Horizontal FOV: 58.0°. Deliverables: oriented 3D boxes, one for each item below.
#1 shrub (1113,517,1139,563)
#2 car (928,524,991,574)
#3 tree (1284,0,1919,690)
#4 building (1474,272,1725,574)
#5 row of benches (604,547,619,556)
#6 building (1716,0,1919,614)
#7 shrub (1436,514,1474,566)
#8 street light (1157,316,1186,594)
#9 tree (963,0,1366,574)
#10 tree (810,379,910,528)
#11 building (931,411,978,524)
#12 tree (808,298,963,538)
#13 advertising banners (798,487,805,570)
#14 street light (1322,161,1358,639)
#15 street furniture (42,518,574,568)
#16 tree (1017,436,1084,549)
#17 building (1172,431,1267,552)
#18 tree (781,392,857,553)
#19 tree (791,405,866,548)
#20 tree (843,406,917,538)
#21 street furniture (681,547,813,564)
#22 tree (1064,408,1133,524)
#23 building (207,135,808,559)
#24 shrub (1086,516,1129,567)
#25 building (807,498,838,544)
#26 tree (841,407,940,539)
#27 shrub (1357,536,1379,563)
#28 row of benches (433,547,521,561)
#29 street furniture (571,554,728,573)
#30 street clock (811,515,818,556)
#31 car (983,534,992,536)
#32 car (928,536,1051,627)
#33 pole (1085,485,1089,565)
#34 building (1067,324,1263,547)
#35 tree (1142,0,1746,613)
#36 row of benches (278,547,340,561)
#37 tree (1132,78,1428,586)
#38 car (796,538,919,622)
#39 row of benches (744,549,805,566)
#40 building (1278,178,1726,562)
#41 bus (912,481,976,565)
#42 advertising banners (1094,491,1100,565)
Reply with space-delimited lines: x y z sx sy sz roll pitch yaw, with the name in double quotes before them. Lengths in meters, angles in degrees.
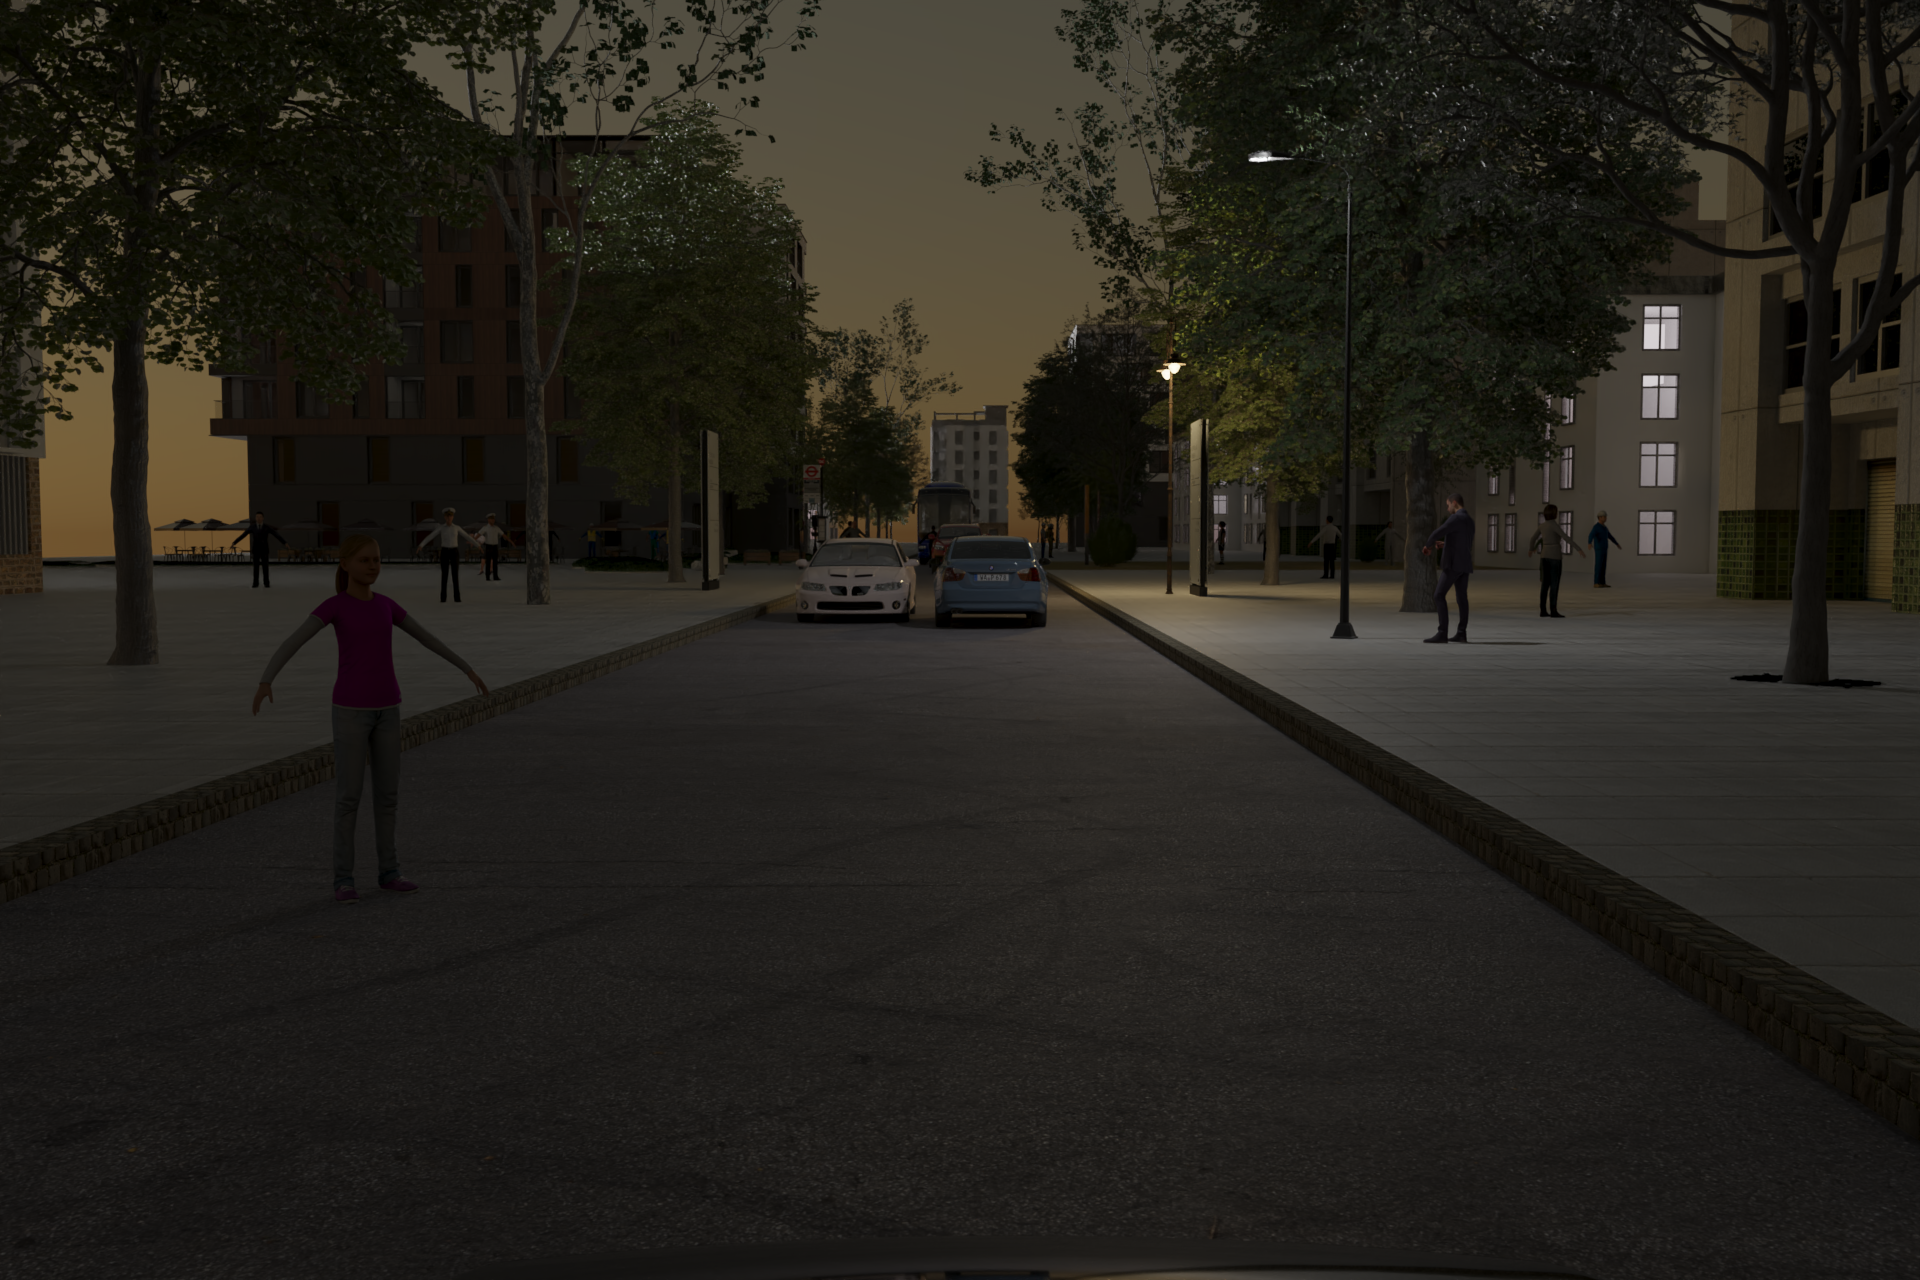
"shrub" 7.142 -4.436 76.940 1.690 2.028 1.600 0 3 0
"car" 0.002 -3.328 63.082 2.281 1.827 5.304 0 4 0
"tree" 7.419 -6.371 14.529 12.009 13.543 11.850 0 3 0
"building" 25.207 -6.995 56.512 9.099 9.664 28.070 0 4 1
"row of benches" -16.441 -4.062 81.872 1.422 0.672 4.104 -1 4 -13
"building" 23.589 -9.322 18.874 16.747 18.905 31.486 0 4 1
"shrub" 18.176 -3.681 64.218 1.661 2.075 1.752 0 3 0
"street light" 4.478 -3.919 36.870 0.468 5.910 1.993 0 4 1
"tree" 6.981 -12.250 56.175 12.611 20.169 13.585 0 3 0
"tree" -7.537 -12.735 126.344 7.486 12.596 7.792 0 3 0
"building" -4.057 -24.440 258.467 11.380 20.090 16.016 0 4 6
"tree" -6.581 -17.317 139.020 12.611 20.169 13.585 0 3 0
"advertising banners" -5.790 -4.113 63.436 0.090 3.025 2.074 0 4 0
"street light" 5.268 -2.971 21.117 1.470 5.913 1.316 0 4 0
"street furniture" -30.804 -4.044 71.151 27.439 1.986 14.083 0 4 7
"tree" 8.620 -13.725 150.158 9.928 11.665 9.643 0 3 0
"building" 22.263 -11.671 132.966 9.099 9.664 28.070 0 4 1
"tree" -7.739 -8.583 90.691 4.737 8.622 4.395 0 3 0
"tree" -7.649 -8.980 97.186 4.737 8.622 4.395 0 3 0
"tree" -7.371 -14.384 153.302 7.486 12.596 7.792 0 3 0
"street furniture" -9.441 -3.835 78.329 5.734 0.657 10.072 0 4 8
"tree" 8.147 -9.053 98.379 4.737 8.622 4.395 0 3 0
"building" -24.727 -15.987 105.357 27.936 21.610 32.646 0 4 0
"shrub" 5.753 -3.858 67.494 1.690 2.028 1.600 0 3 0
"building" -20.470 -17.510 228.440 9.099 9.664 28.070 0 4 1
"tree" -6.992 -15.620 165.758 12.009 13.543 11.850 0 3 0
"shrub" 18.222 -4.052 77.366 1.383 1.207 1.383 0 3 0
"row of benches" -22.680 -4.015 81.102 4.104 0.672 1.422 -2 4 -25
"street furniture" -11.067 -2.843 62.107 5.734 0.657 10.072 -1 4 -12
"street clock" -5.403 -3.675 64.649 0.358 2.002 0.471 0 4 2
"car" 0.702 -3.588 70.456 2.131 1.459 4.920 0 4 0
"car" 0.484 -0.977 27.973 2.014 1.417 4.499 0 4 0
"pole" 5.275 -4.780 71.991 0.158 3.312 0.155 0 3 0
"building" 25.317 -20.869 185.183 27.936 21.610 32.646 0 4 0
"tree" 7.586 -7.426 28.075 9.857 13.997 8.962 0 3 0
"row of benches" -29.978 -3.980 80.532 4.104 0.672 1.422 2 4 26
"tree" 7.987 -7.659 43.353 7.486 12.596 7.792 0 3 0
"car" -1.725 -1.064 29.755 2.083 1.381 4.827 0 4 1
"row of benches" -6.993 -3.409 71.199 4.104 0.672 1.422 -1 4 -10
"building" 28.236 -13.960 94.710 16.747 18.905 31.486 0 4 0
"bus" -0.710 -5.687 84.536 2.896 3.916 12.251 0 4 0
"advertising banners" 5.574 -4.542 70.444 0.090 3.025 2.074 0 4 1
